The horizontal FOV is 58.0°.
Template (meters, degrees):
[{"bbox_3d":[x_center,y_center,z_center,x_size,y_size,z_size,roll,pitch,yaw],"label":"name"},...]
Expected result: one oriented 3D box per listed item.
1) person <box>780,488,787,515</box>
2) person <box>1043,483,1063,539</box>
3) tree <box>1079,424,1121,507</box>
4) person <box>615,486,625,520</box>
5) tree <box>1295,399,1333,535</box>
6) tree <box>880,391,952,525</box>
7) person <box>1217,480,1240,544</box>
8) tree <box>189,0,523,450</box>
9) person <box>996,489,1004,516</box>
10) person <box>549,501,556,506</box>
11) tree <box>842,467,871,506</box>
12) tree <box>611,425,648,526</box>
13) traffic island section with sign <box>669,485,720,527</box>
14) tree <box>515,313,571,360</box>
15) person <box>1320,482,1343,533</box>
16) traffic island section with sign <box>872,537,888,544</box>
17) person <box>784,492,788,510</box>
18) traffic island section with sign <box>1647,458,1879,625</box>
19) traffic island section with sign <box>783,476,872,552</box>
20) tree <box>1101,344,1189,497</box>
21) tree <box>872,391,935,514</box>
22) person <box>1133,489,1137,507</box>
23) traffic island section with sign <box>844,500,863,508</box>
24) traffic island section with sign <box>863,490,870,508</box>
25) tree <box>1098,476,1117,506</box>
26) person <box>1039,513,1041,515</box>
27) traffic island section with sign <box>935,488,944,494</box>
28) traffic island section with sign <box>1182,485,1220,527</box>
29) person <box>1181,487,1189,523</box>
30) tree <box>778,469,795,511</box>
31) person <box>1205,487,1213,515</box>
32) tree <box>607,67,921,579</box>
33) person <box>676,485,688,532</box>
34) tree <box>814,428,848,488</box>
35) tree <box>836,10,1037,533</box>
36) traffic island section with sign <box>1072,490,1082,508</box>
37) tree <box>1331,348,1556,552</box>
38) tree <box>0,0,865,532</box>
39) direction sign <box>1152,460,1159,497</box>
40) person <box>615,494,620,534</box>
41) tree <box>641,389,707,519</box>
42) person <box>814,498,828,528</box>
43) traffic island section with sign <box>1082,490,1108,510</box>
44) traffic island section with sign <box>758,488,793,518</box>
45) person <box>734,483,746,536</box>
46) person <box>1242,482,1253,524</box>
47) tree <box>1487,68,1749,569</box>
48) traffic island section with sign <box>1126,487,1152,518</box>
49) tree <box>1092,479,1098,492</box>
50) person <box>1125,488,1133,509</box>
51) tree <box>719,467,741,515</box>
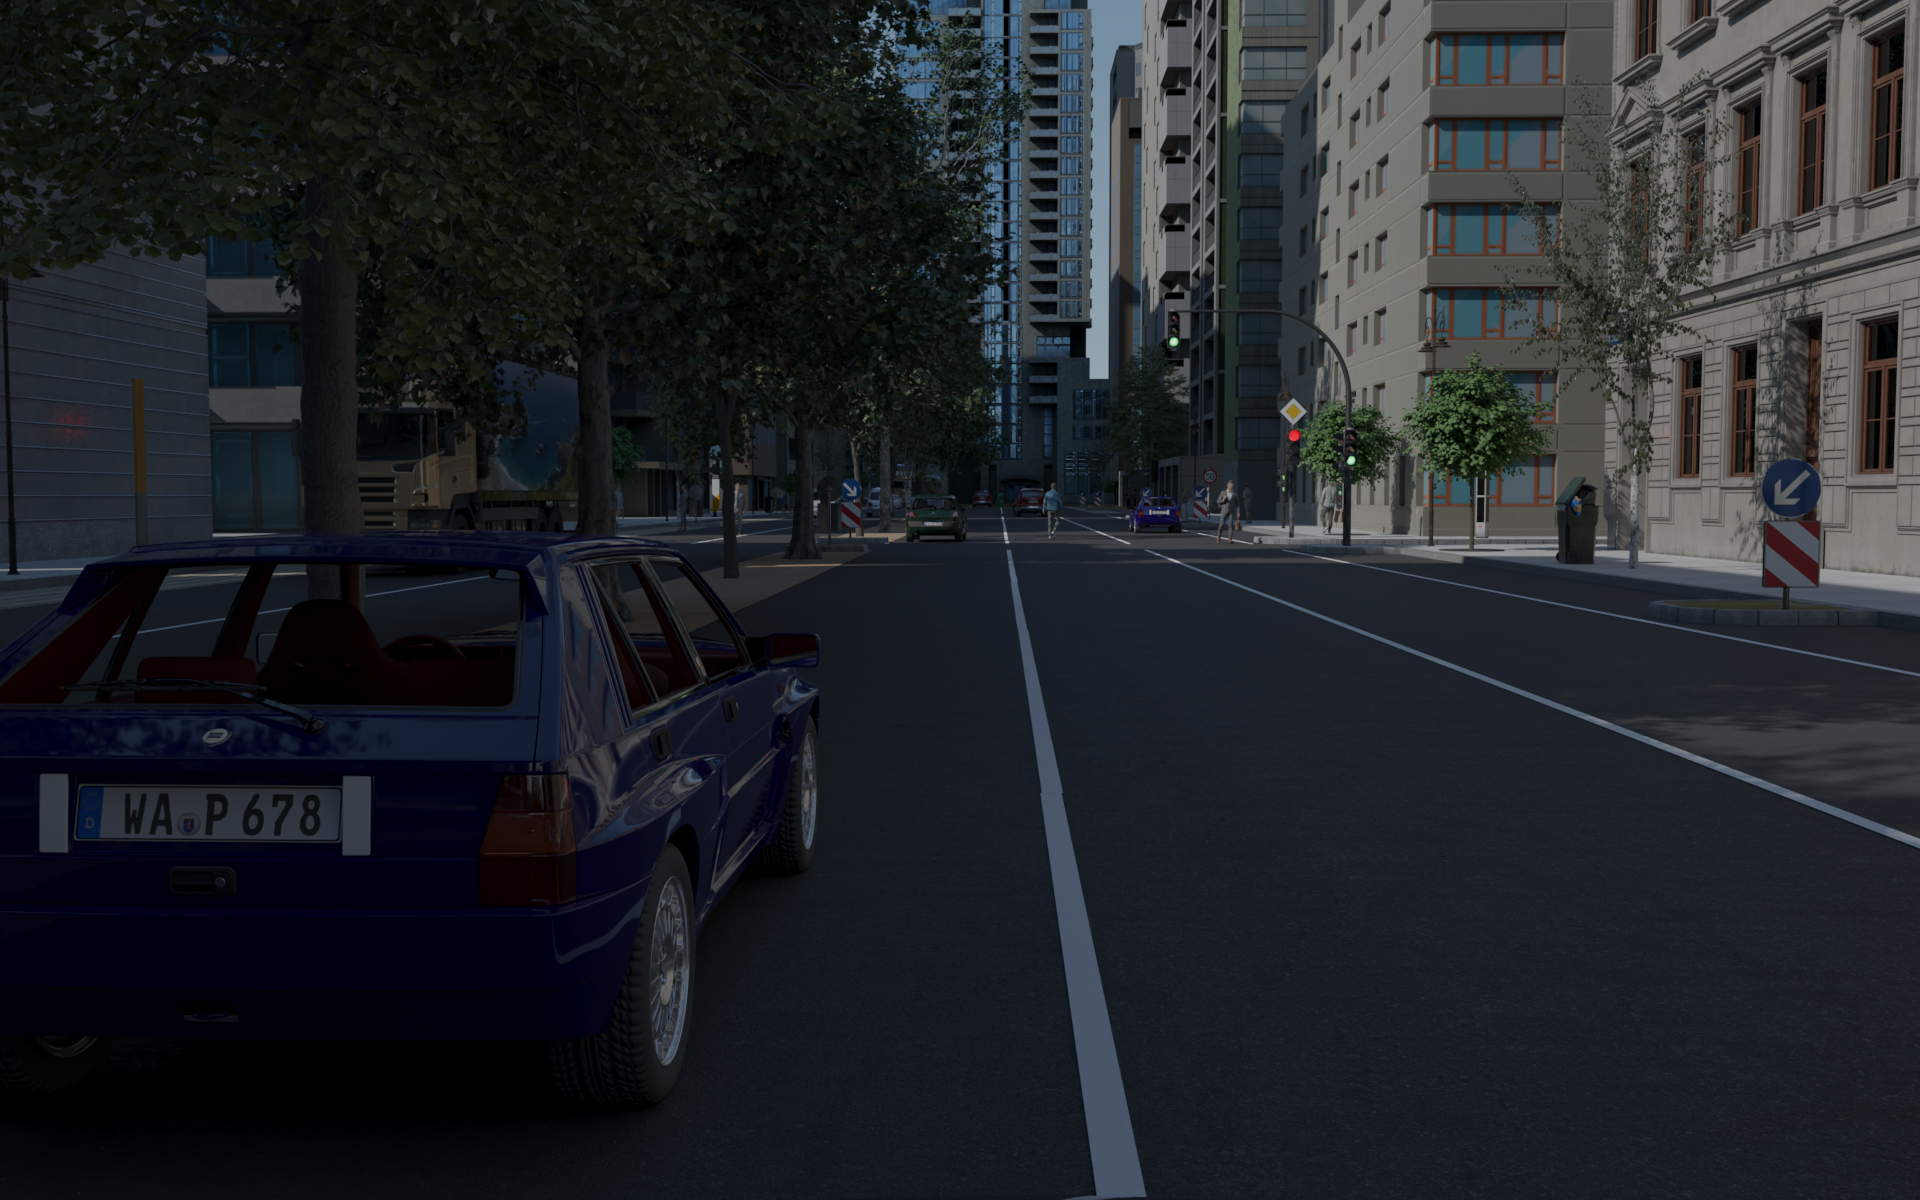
[{"bbox_3d":[-11.543,-6.408,113.295,0.654,1.822,0.581,-3,4,-38],"label":"person"},{"bbox_3d":[2.965,-2.847,55.397,0.601,1.785,0.444,1,4,22],"label":"person"},{"bbox_3d":[14.310,-13.794,175.894,4.360,8.622,3.978,0,3,0],"label":"tree"},{"bbox_3d":[-16.754,-4.769,85.014,0.512,1.701,0.522,-2,4,-27],"label":"person"},{"bbox_3d":[12.157,-4.298,53.989,4.285,4.588,4.351,0,3,0],"label":"tree"},{"bbox_3d":[-2.396,-7.718,79.016,4.737,8.622,4.395,0,3,0],"label":"tree"},{"bbox_3d":[7.757,-2.544,50.061,0.622,1.834,0.822,0,4,-8],"label":"person"},{"bbox_3d":[-4.085,-6.099,19.189,9.611,12.733,9.660,0,3,0],"label":"tree"},{"bbox_3d":[2.666,-6.452,114.229,0.529,1.795,0.600,3,4,36],"label":"person"},{"bbox_3d":[-14.773,-3.427,62.170,0.679,1.850,0.850,3,5,44],"label":"person"},{"bbox_3d":[-11.493,-12.767,192.446,4.285,4.588,4.351,0,3,0],"label":"tree"},{"bbox_3d":[-14.381,-5.294,70.268,4.285,4.588,4.351,0,3,0],"label":"tree"},{"bbox_3d":[-11.601,-4.117,75.944,1.989,1.847,2.006,0,4,1],"label":"traffic island section with sign"},{"bbox_3d":[-14.763,-6.630,58.756,4.360,8.622,3.978,0,3,0],"label":"tree"},{"bbox_3d":[12.186,-3.067,56.671,0.782,1.767,0.515,0,4,-8],"label":"person"},{"bbox_3d":[-3.160,-2.610,50.804,2.006,1.907,1.989,0,4,1],"label":"traffic island section with sign"},{"bbox_3d":[-14.281,-8.157,140.215,0.445,1.727,0.742,2,4,23],"label":"person"},{"bbox_3d":[9.071,-0.688,19.872,1.989,1.847,2.006,0,4,1],"label":"traffic island section with sign"},{"bbox_3d":[-3.334,-2.157,43.399,2.006,1.907,1.989,0,4,1],"label":"traffic island section with sign"},{"bbox_3d":[14.164,-13.056,131.595,7.486,12.596,7.792,0,3,0],"label":"tree"},{"bbox_3d":[-2.177,-7.404,73.871,4.360,8.622,3.978,0,3,0],"label":"tree"},{"bbox_3d":[15.298,-8.894,152.140,0.721,1.739,1.217,0,4,-6],"label":"person"},{"bbox_3d":[-9.882,-8.858,153.449,1.989,1.847,2.006,0,4,1],"label":"traffic island section with sign"},{"bbox_3d":[-9.275,-10.507,180.416,1.989,1.847,2.006,0,4,1],"label":"traffic island section with sign"},{"bbox_3d":[15.675,-11.405,181.065,1.663,3.219,1.824,0,3,0],"label":"tree"},{"bbox_3d":[5.621,-6.691,118.246,0.721,1.781,0.623,0,4,0],"label":"person"},{"bbox_3d":[-1.499,-7.204,125.924,2.006,1.907,1.989,0,4,1],"label":"traffic island section with sign"},{"bbox_3d":[10.324,-4.112,75.856,1.989,1.847,2.006,0,4,1],"label":"traffic island section with sign"},{"bbox_3d":[10.778,-4.516,82.878,0.362,1.759,0.519,1,4,14],"label":"person"},{"bbox_3d":[-13.045,-8.398,131.910,1.663,3.219,1.824,0,3,0],"label":"tree"},{"bbox_3d":[15.086,-6.042,105.572,0.760,1.731,0.466,0,4,5],"label":"person"},{"bbox_3d":[-3.832,-5.655,29.327,8.767,10.594,7.601,0,4,1],"label":"tree"},{"bbox_3d":[-10.658,-3.514,66.225,0.573,1.790,0.520,-2,4,-25],"label":"person"},{"bbox_3d":[-13.014,-13.323,168.194,4.360,8.622,3.978,0,3,0],"label":"tree"},{"bbox_3d":[-3.962,-12.597,64.299,12.611,20.169,13.585,0,3,0],"label":"tree"},{"bbox_3d":[12.667,-10.538,180.919,1.989,1.847,2.006,0,4,1],"label":"traffic island section with sign"},{"bbox_3d":[11.538,-3.390,39.141,4.285,4.588,4.351,0,3,0],"label":"tree"},{"bbox_3d":[-3.893,-5.503,10.555,7.486,12.596,7.792,0,3,0],"label":"tree"},{"bbox_3d":[13.064,-7.582,115.963,0.379,3.537,0.876,2,4,35],"label":"direction sign"},{"bbox_3d":[-12.589,-3.296,62.369,0.713,1.824,0.794,-1,4,-21],"label":"person"},{"bbox_3d":[-14.175,-8.424,88.098,4.737,8.622,4.395,0,3,0],"label":"tree"},{"bbox_3d":[-5.803,-3.951,72.869,0.755,1.850,0.659,3,5,40],"label":"person"},{"bbox_3d":[12.037,-8.836,153.094,1.989,1.847,2.006,0,4,1],"label":"traffic island section with sign"},{"bbox_3d":[-10.985,-5.807,103.580,1.989,1.847,2.006,0,4,1],"label":"traffic island section with sign"},{"bbox_3d":[-7.685,-3.127,59.723,0.635,1.810,0.391,-1,4,-12],"label":"person"},{"bbox_3d":[12.332,-4.160,74.396,0.599,1.781,0.374,-3,4,-37],"label":"person"},{"bbox_3d":[11.329,-4.838,29.470,4.360,8.622,3.978,0,3,0],"label":"tree"},{"bbox_3d":[10.932,-5.789,103.275,1.989,1.847,2.006,0,4,1],"label":"traffic island section with sign"},{"bbox_3d":[14.842,-11.745,186.635,1.663,3.219,1.824,0,3,0],"label":"tree"},{"bbox_3d":[14.467,-8.700,148.389,0.705,1.812,1.348,2,4,33],"label":"person"},{"bbox_3d":[-13.956,-6.744,104.862,1.663,3.219,1.824,0,3,0],"label":"tree"}]
